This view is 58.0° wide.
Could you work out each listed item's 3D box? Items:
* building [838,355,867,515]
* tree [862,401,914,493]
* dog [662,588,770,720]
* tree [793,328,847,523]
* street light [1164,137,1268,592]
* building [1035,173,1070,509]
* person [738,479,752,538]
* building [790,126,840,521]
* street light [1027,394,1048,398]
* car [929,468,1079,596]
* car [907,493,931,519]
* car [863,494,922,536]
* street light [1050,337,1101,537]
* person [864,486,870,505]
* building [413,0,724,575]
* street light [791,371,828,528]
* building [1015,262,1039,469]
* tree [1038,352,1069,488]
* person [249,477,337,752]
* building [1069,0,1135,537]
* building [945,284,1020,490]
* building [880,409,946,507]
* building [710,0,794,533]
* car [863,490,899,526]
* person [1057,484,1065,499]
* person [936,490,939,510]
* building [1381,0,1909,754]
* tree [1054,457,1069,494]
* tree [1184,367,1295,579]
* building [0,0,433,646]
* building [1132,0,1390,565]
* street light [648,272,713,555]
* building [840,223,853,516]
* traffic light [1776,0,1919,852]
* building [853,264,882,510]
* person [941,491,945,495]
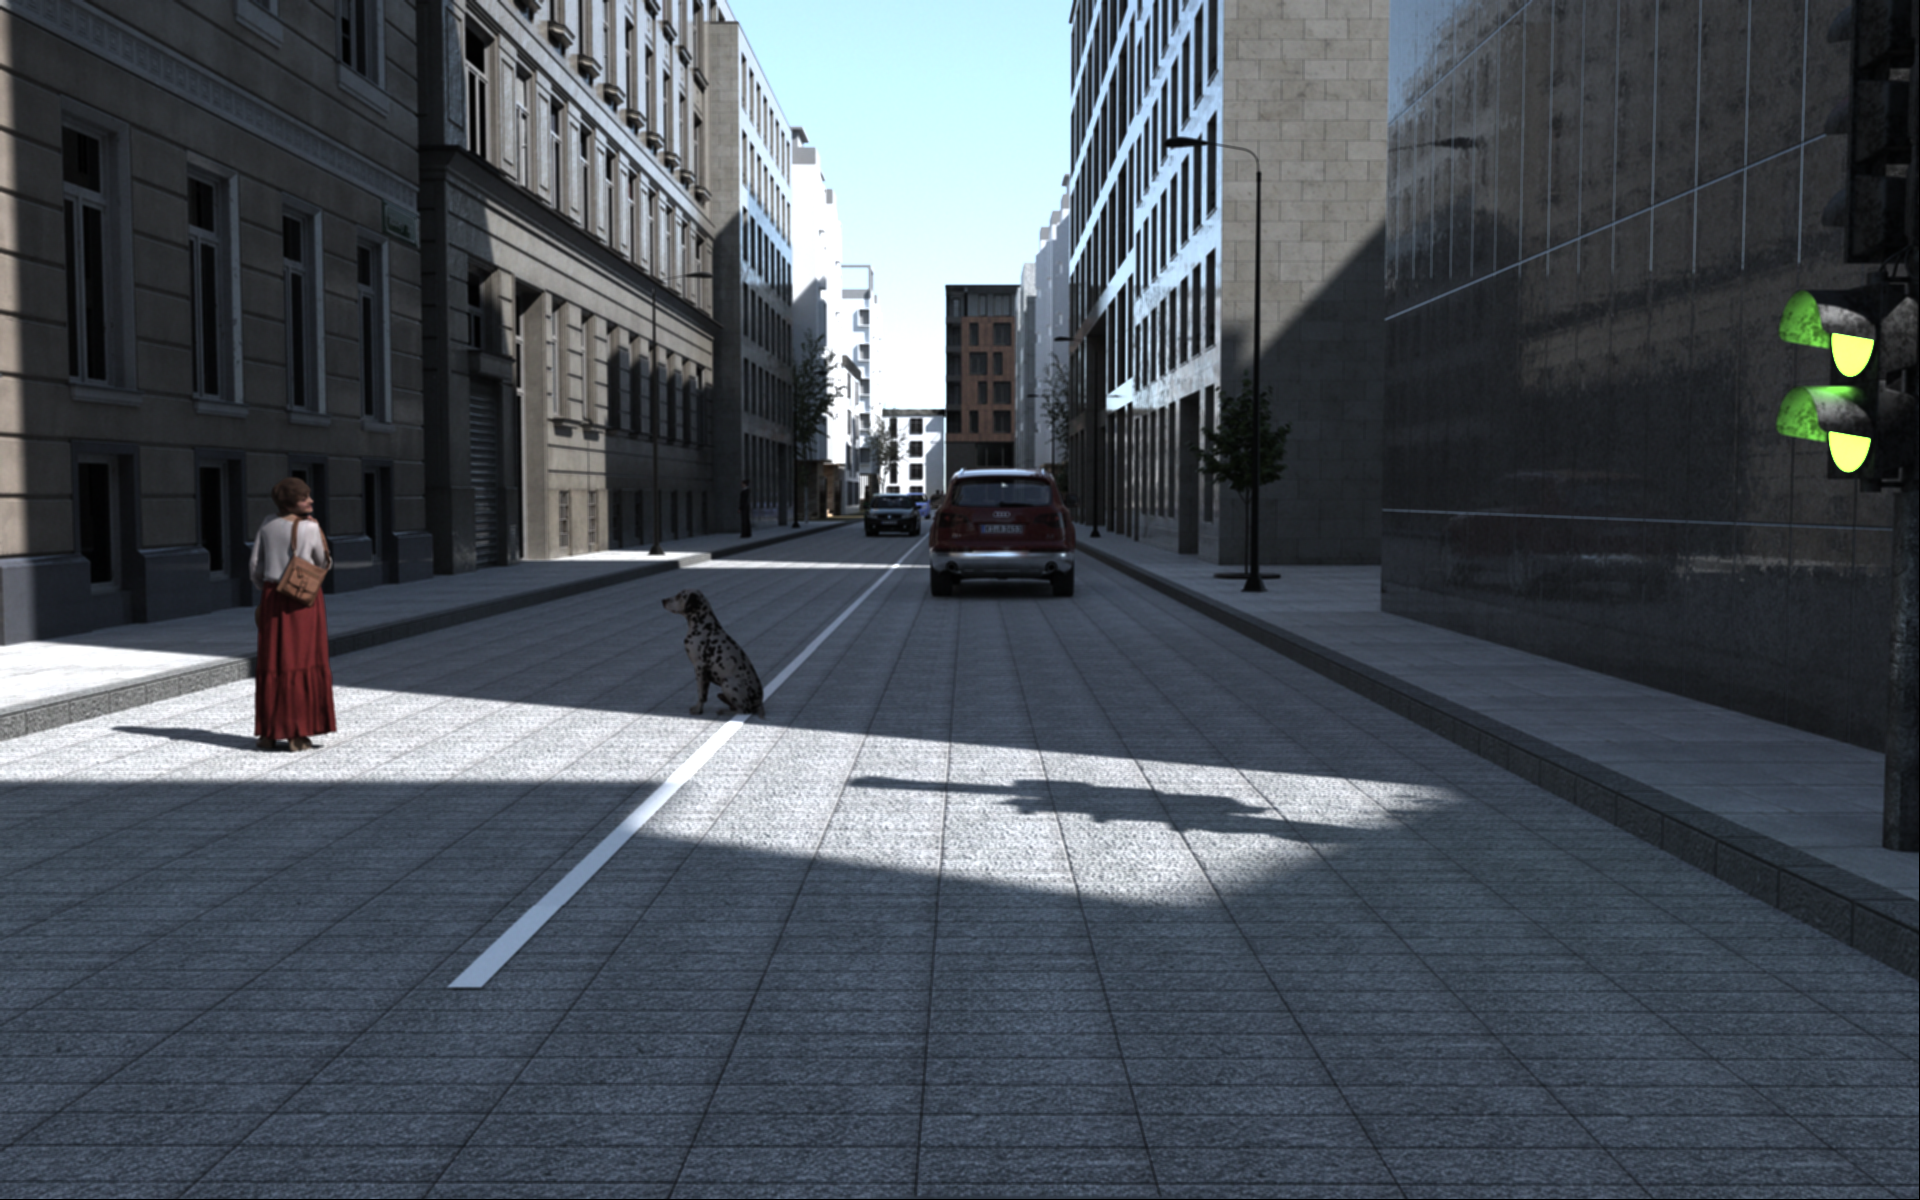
[{"bbox_3d":[-11.292,-10.795,118.637,9.099,9.664,28.070,0,4,0],"label":"building"},{"bbox_3d":[-5.952,-11.408,136.882,4.360,8.622,3.978,0,3,0],"label":"tree"},{"bbox_3d":[-1.488,0.344,11.215,0.800,0.831,0.513,3,5,44],"label":"dog"},{"bbox_3d":[-7.002,-7.691,76.116,4.737,8.622,4.395,0,3,0],"label":"tree"},{"bbox_3d":[3.348,-3.068,22.698,1.470,5.913,1.316,0,4,0],"label":"street light"},{"bbox_3d":[12.773,-15.385,107.961,16.016,20.091,11.380,0,4,0],"label":"building"},{"bbox_3d":[-6.384,-2.702,51.017,0.445,1.727,0.742,-1,4,-19],"label":"person"},{"bbox_3d":[-14.664,-14.120,87.288,16.016,20.091,11.380,0,4,0],"label":"building"},{"bbox_3d":[3.805,-6.624,80.845,1.470,5.913,1.316,0,4,0],"label":"street light"},{"bbox_3d":[0.656,-1.050,25.848,2.281,1.827,5.304,0,4,2],"label":"car"},{"bbox_3d":[-2.575,-5.482,99.227,1.945,1.707,3.694,0,4,1],"label":"car"},{"bbox_3d":[-2.297,-3.056,59.754,2.009,1.686,4.222,0,4,2],"label":"car"},{"bbox_3d":[3.481,-4.818,51.315,1.470,5.913,1.316,0,4,0],"label":"street light"},{"bbox_3d":[-5.780,-6.250,108.318,0.705,1.812,1.348,0,4,-6],"label":"person"},{"bbox_3d":[-15.224,-12.705,41.005,16.112,22.955,30.059,0,4,0],"label":"building"},{"bbox_3d":[-5.688,-5.690,65.570,1.470,5.913,1.316,0,4,0],"label":"street light"},{"bbox_3d":[13.267,-16.776,140.748,16.747,18.905,31.486,0,4,0],"label":"building"},{"bbox_3d":[5.631,-8.230,84.931,4.360,8.622,3.978,0,3,0],"label":"tree"},{"bbox_3d":[-3.765,0.076,9.718,0.523,1.526,0.387,1,4,19],"label":"person"},{"bbox_3d":[14.652,-15.884,64.217,19.350,26.468,34.151,0,4,0],"label":"building"},{"bbox_3d":[14.903,-20.519,179.458,32.646,21.610,27.936,0,4,0],"label":"building"},{"bbox_3d":[-15.500,-14.022,171.408,28.070,9.664,9.099,0,4,0],"label":"building"},{"bbox_3d":[-12.276,-12.828,64.486,10.420,20.320,16.860,0,4,0],"label":"building"},{"bbox_3d":[-2.911,-3.757,70.224,1.959,1.807,4.718,0,4,0],"label":"car"},{"bbox_3d":[4.860,-4.812,85.166,0.568,1.767,0.683,1,4,16],"label":"person"},{"bbox_3d":[-1.485,-6.891,121.996,1.217,1.723,0.721,3,5,39],"label":"person"},{"bbox_3d":[14.525,-11.878,12.225,19.932,24.808,12.078,0,4,0],"label":"building"},{"bbox_3d":[5.545,-5.800,89.425,1.663,3.219,1.824,0,3,0],"label":"tree"},{"bbox_3d":[4.263,-1.951,26.494,1.663,3.219,1.824,0,3,0],"label":"tree"},{"bbox_3d":[-14.275,-14.060,15.782,13.634,28.700,20.117,0,4,0],"label":"building"},{"bbox_3d":[9.902,-11.267,38.965,10.420,20.320,16.860,0,4,0],"label":"building"},{"bbox_3d":[-5.861,-3.903,36.355,1.470,5.913,1.316,0,4,0],"label":"street light"},{"bbox_3d":[-14.674,-14.815,98.647,16.016,20.091,11.380,0,4,0],"label":"building"},{"bbox_3d":[3.404,-1.034,6.157,0.839,4.213,0.868,0,4,0],"label":"traffic light"},{"bbox_3d":[-12.594,-17.913,149.300,11.380,20.091,16.016,0,4,0],"label":"building"},{"bbox_3d":[-1.419,-7.765,136.398,0.436,1.711,0.756,-3,5,-43],"label":"person"}]
